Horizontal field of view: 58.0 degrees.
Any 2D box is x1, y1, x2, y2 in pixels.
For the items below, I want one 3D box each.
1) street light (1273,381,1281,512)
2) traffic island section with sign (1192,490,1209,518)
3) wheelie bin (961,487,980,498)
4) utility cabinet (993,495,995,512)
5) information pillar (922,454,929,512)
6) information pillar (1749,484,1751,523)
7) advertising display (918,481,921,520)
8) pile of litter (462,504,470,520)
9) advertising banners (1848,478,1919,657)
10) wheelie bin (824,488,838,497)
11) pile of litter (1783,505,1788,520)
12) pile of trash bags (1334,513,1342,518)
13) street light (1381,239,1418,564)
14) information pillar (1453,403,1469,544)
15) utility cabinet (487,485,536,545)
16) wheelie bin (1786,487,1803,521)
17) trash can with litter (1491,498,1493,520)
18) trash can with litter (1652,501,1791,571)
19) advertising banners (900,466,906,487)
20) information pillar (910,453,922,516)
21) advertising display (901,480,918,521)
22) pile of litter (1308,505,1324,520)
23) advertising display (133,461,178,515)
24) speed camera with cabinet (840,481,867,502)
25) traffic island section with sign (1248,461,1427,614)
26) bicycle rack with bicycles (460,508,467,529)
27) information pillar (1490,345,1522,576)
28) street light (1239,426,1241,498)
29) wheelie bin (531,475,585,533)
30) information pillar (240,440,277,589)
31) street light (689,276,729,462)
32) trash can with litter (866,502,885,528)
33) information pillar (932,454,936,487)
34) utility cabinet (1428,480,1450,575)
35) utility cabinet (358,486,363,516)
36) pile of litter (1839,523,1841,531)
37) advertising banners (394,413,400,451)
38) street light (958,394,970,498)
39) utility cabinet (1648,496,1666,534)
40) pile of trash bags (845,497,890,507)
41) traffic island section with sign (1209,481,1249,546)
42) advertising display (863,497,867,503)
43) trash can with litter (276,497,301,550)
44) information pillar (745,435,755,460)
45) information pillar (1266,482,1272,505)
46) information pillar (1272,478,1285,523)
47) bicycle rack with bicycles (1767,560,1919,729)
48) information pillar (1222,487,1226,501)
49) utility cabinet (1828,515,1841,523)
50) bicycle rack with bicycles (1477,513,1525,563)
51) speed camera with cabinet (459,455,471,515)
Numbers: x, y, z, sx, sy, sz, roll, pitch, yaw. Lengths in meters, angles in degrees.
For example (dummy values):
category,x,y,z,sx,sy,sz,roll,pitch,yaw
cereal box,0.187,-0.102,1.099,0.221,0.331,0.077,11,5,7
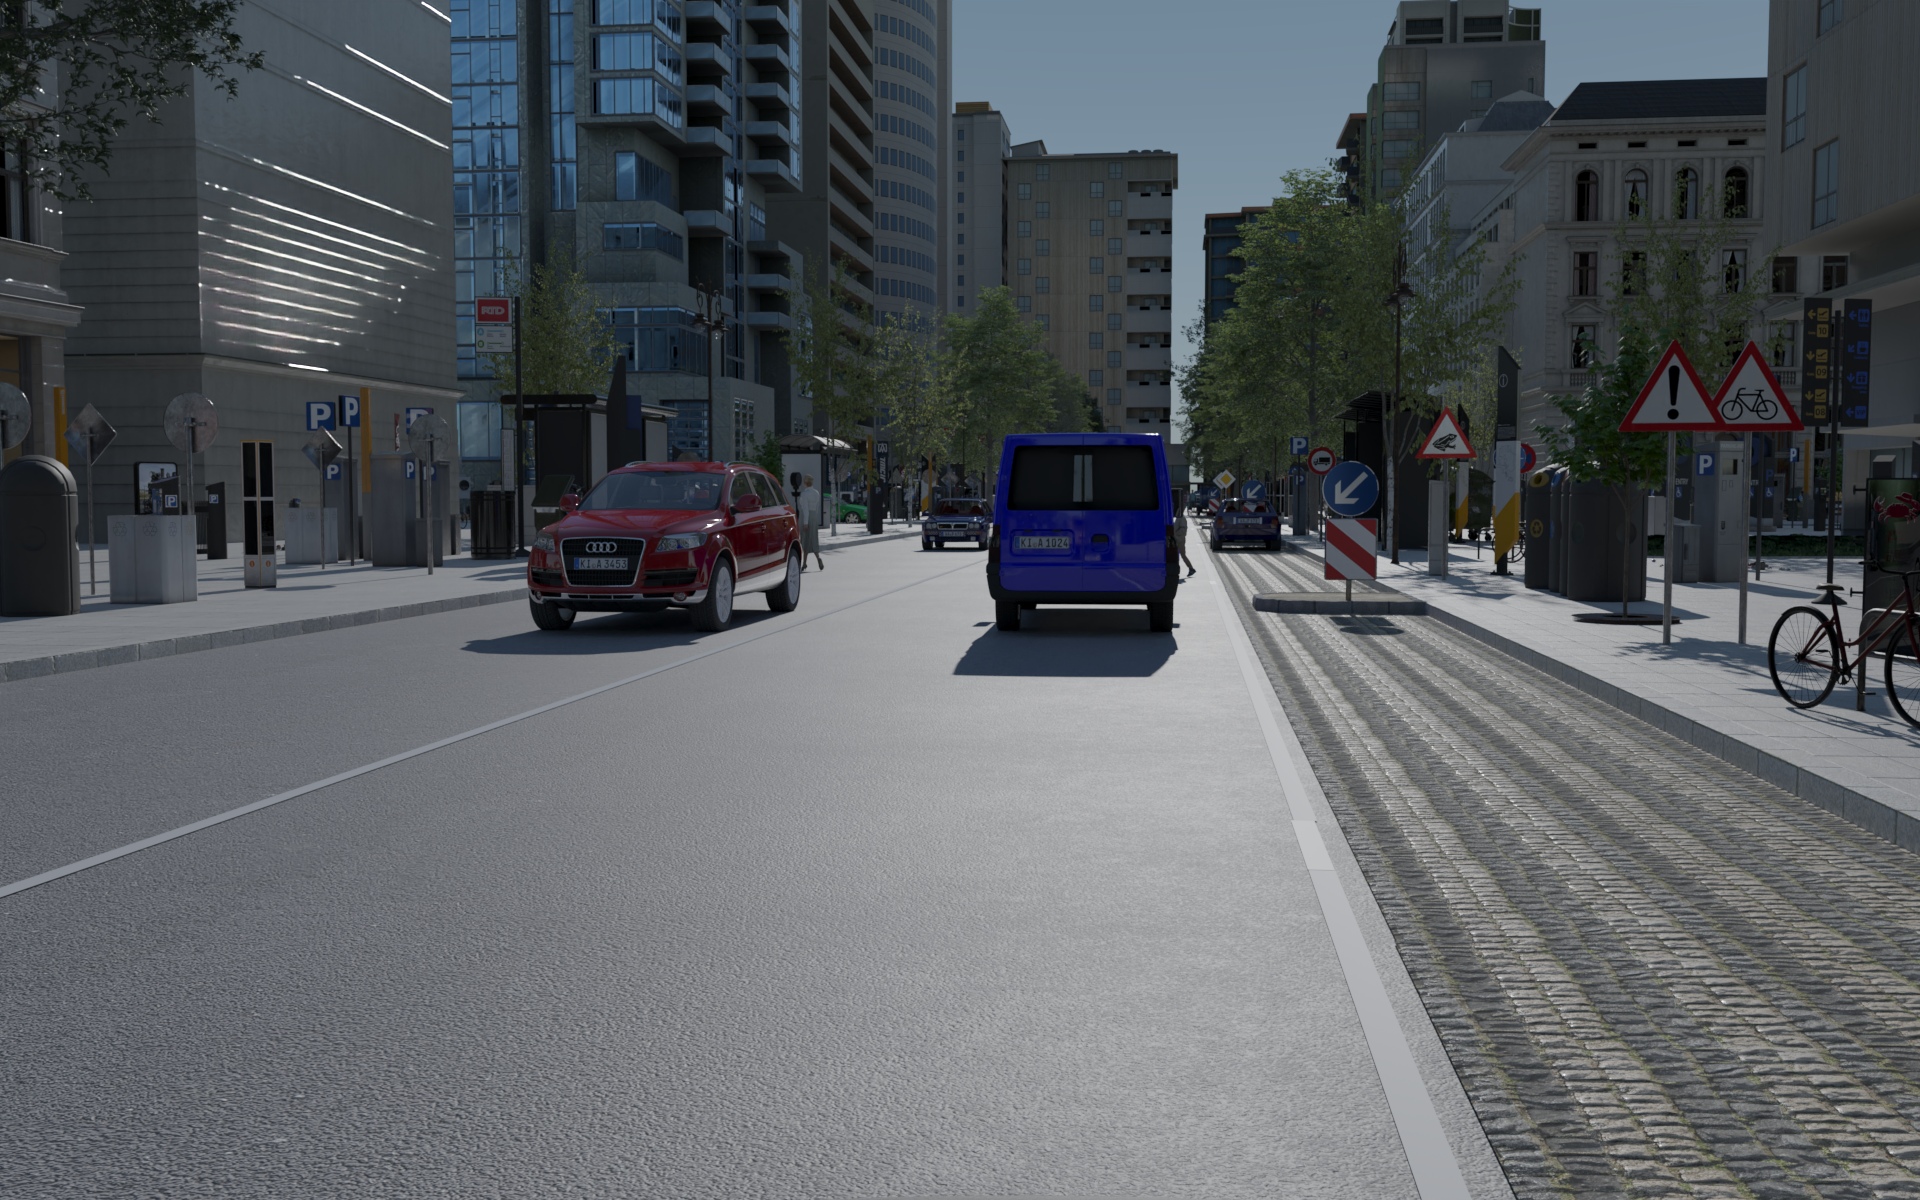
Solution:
category,x,y,z,sx,sy,sz,roll,pitch,yaw
street light,12.708,-5.930,69.746,0.468,5.910,1.993,0,4,7
traffic island section with sign,14.987,-5.775,103.043,1.989,1.847,2.006,0,4,7
wheelie bin,0.529,-4.584,82.862,0.980,1.594,0.693,-3,5,-43
utility cabinet,2.406,-5.464,100.499,1.020,1.237,0.306,0,4,-1
information pillar,-2.016,-6.681,100.588,0.504,3.616,0.183,1,4,17
information pillar,25.145,-3.122,55.544,0.304,2.012,0.304,1,4,12
advertising display,-2.086,-4.908,85.467,0.123,1.923,0.974,-1,4,-13
pile of litter,-24.164,-4.327,84.712,1.176,0.858,1.719,-1,4,-20
advertising banners,8.001,-1.044,13.258,2.074,3.025,0.090,3,4,37
wheelie bin,-6.325,-4.667,84.220,0.980,1.594,0.693,2,4,29
pile of litter,40.847,-4.438,86.519,1.719,0.858,1.176,3,5,45
pile of trash bags,14.827,-3.228,62.529,1.912,1.369,3.447,3,4,36
street light,7.998,-3.601,31.666,0.468,5.910,1.993,0,4,7
information pillar,13.043,-3.280,44.985,0.504,3.616,0.183,-3,5,-44
utility cabinet,-11.172,-2.112,43.206,1.173,1.500,0.318,-1,4,-12
wheelie bin,39.381,-4.505,81.570,0.693,1.594,0.980,-1,4,-21
trash can with litter,26.956,-4.611,86.775,0.624,1.170,1.055,1,4,21
trash can with litter,13.333,-1.152,29.897,1.678,1.210,2.233,-1,4,-14
advertising banners,-4.266,-6.955,109.905,2.074,3.025,0.090,2,4,26
information pillar,-2.566,-6.512,97.832,0.504,3.616,0.183,2,4,29
advertising display,-2.455,-4.725,82.463,0.123,1.923,0.974,2,4,34
pile of litter,17.751,-4.453,86.764,1.719,0.858,1.176,0,4,3
advertising display,-15.981,-1.789,34.464,0.123,1.923,0.974,2,4,23
speed camera with cabinet,-7.314,-7.598,118.562,2.038,3.252,0.660,-1,4,-16
traffic island section with sign,4.666,-0.789,21.525,1.989,1.847,2.006,0,4,7
bicycle rack with bicycles,-19.851,-3.089,63.888,2.852,0.926,2.925,-3,5,-40
information pillar,8.588,-2.190,27.166,0.183,3.616,0.504,-1,4,-22
street light,18.298,-8.593,113.283,0.468,5.910,1.993,0,4,7
wheelie bin,-6.606,-1.261,28.518,0.980,1.594,0.693,2,4,31
information pillar,-9.534,-1.166,23.551,0.304,2.012,0.304,1,4,23
street light,-5.312,-3.917,36.836,0.468,5.910,1.993,0,4,7
trash can with litter,-3.259,-3.348,66.124,0.624,1.170,1.055,1,4,9
information pillar,-1.620,-6.736,101.486,0.504,3.616,0.183,-3,4,-36
utility cabinet,7.652,-1.161,27.656,0.318,1.500,1.173,1,4,14
utility cabinet,-15.865,-2.301,46.299,1.173,1.500,0.318,-3,4,-36
pile of litter,30.958,-2.783,59.462,1.719,0.858,1.176,-1,4,-15
advertising banners,-12.080,-2.483,36.786,0.090,3.025,2.074,0,4,-7
street light,0.173,-6.572,80.233,0.468,5.910,1.993,0,4,7
utility cabinet,20.666,-2.477,51.668,0.306,1.237,1.020,3,5,40
pile of trash bags,-5.852,-6.005,107.939,3.447,1.369,1.912,3,5,43
traffic island section with sign,8.070,-2.434,48.423,1.989,1.847,2.006,0,4,7
advertising display,-8.084,-8.528,144.652,0.974,1.923,0.123,0,4,2
trash can with litter,-15.316,-1.787,40.282,1.678,1.210,2.233,-1,4,-16
information pillar,-8.353,-4.742,68.892,0.504,3.616,0.183,3,5,43
information pillar,18.800,-6.155,105.129,0.304,2.012,0.304,-2,4,-34
information pillar,14.327,-4.469,77.562,0.304,2.012,0.304,-3,5,-44
bicycle rack with bicycles,6.190,0.251,9.277,2.852,0.926,2.925,0,4,-5
information pillar,22.486,-8.775,147.964,0.304,2.012,0.304,-2,4,-30
utility cabinet,39.096,-4.015,76.815,1.020,1.237,0.306,1,4,16
bicycle rack with bicycles,11.326,-1.211,33.182,2.925,0.926,2.852,0,4,-3
speed camera with cabinet,-25.804,-5.697,87.487,2.038,3.252,0.660,-3,4,-38
